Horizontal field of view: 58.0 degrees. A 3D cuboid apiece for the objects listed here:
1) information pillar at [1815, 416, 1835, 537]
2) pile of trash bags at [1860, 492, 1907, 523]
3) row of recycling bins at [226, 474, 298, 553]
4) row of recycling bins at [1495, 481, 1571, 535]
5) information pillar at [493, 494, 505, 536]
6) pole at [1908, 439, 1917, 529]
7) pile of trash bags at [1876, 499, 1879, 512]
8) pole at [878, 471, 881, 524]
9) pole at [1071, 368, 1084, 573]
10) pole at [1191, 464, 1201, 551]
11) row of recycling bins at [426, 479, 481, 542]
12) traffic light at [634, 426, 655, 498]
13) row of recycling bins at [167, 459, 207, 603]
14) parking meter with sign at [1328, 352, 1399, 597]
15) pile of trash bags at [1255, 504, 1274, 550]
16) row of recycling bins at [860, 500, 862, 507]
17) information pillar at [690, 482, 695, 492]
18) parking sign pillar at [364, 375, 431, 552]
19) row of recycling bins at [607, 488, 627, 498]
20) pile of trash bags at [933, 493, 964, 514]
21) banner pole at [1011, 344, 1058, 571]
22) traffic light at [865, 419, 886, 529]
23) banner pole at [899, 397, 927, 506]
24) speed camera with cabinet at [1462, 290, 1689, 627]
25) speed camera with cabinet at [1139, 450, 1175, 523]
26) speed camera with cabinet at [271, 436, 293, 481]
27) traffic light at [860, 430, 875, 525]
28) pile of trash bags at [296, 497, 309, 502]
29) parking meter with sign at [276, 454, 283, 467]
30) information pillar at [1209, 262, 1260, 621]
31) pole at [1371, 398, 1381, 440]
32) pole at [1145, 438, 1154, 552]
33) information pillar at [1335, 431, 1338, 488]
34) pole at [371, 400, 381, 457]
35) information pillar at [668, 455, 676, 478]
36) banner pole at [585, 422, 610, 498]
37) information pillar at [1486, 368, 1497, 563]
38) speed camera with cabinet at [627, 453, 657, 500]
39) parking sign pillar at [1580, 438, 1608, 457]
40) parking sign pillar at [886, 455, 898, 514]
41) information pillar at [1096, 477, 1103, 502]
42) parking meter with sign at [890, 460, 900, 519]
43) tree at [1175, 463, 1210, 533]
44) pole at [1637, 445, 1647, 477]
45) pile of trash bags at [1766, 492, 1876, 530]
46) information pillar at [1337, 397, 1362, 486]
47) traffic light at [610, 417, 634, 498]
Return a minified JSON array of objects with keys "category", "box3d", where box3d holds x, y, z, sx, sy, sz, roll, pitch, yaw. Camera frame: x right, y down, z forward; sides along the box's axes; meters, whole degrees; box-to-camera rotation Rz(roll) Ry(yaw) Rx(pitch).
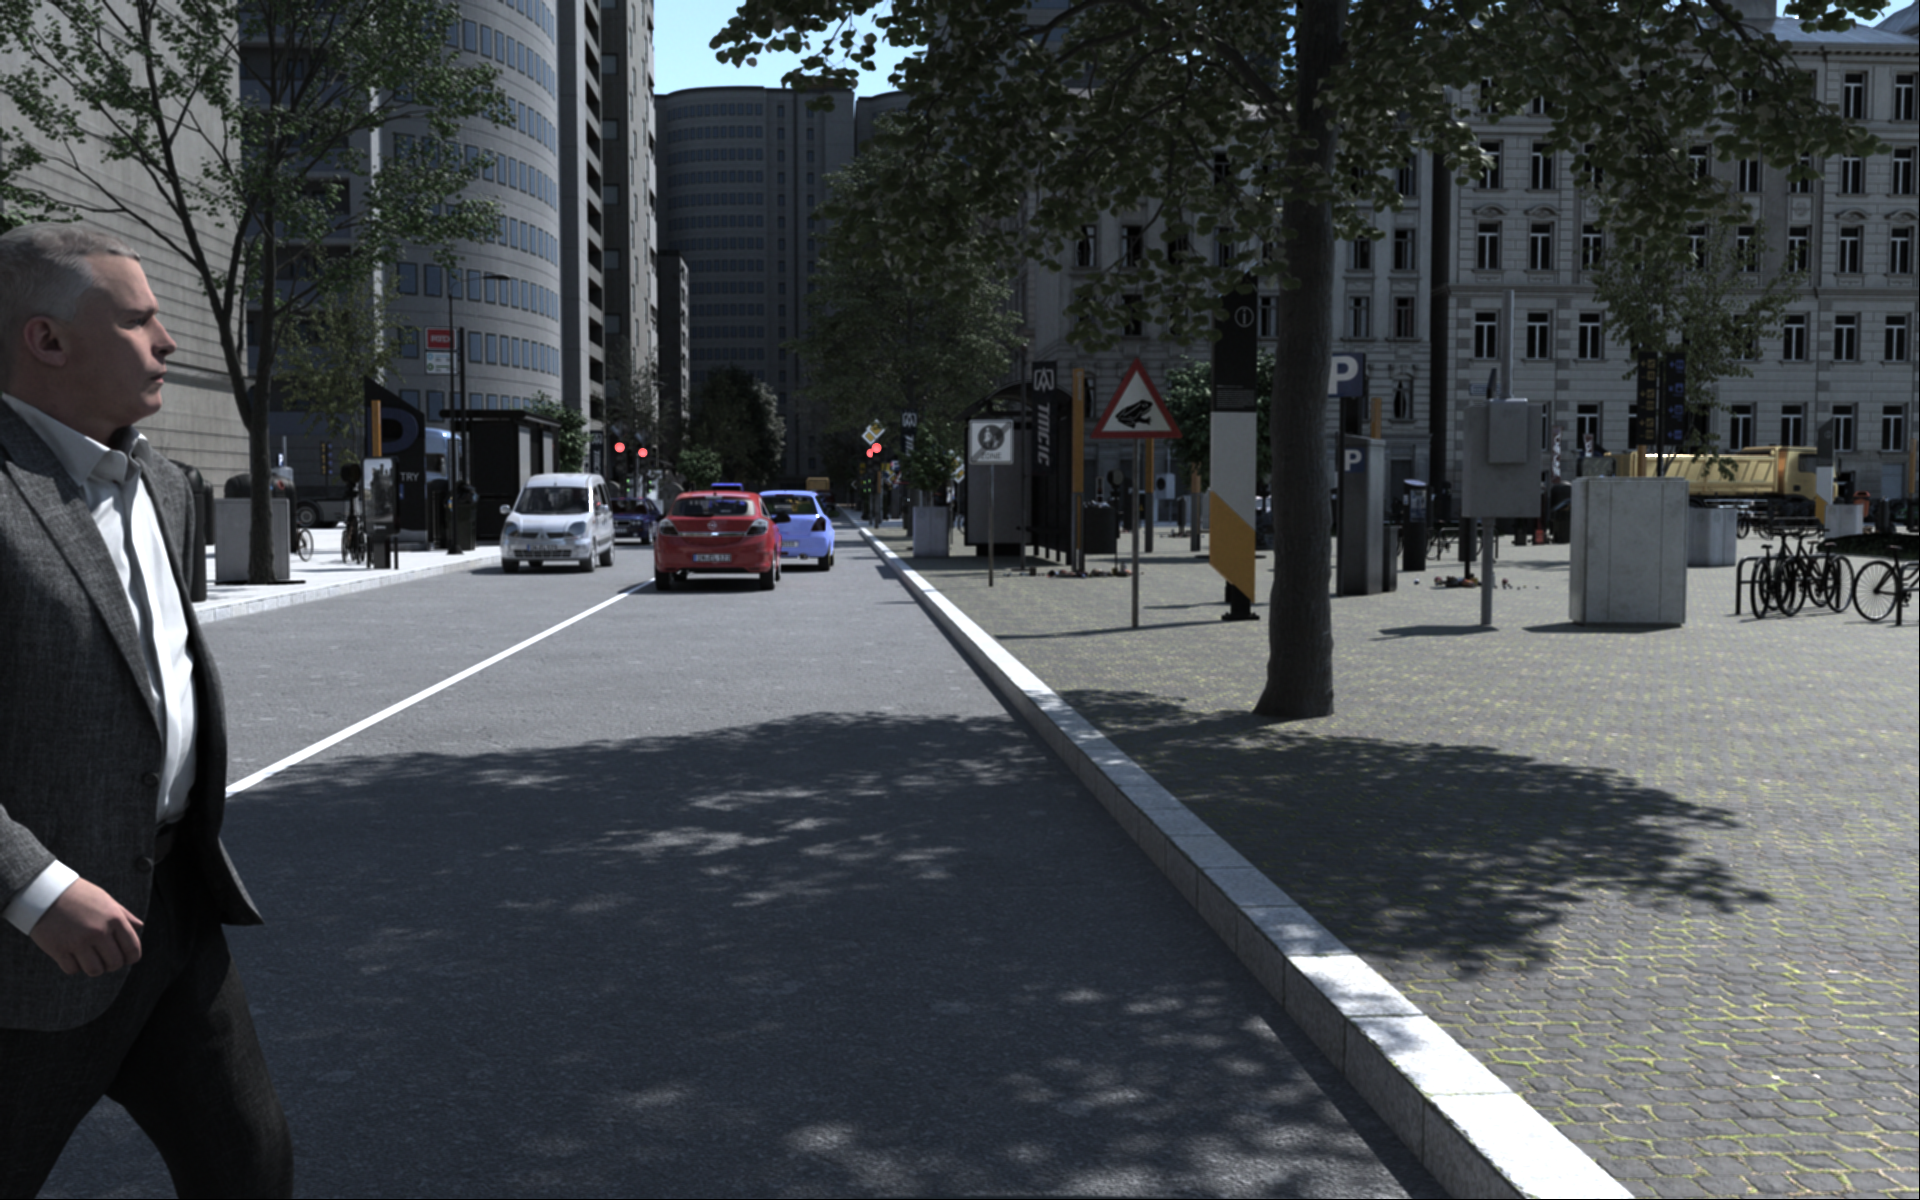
[{"category":"information pillar","box3d":[26.069,-3.720,52.174,0.183,3.616,0.504,-3,5,-41]},{"category":"pile of trash bags","box3d":[42.855,-4.185,78.170,3.447,1.369,1.912,-1,4,-19]},{"category":"row of recycling bins","box3d":[-14.829,-1.809,36.693,1.069,1.692,3.534,-1,4,-10]},{"category":"row of recycling bins","box3d":[18.717,-2.930,55.018,3.534,1.692,1.069,0,4,4]},{"category":"information pillar","box3d":[-13.658,-2.865,51.337,0.304,2.012,0.304,0,4,-4]},{"category":"pole","box3d":[35.118,-4.284,63.891,0.158,3.312,0.155,0,3,0]},{"category":"pile of trash bags","box3d":[39.811,-4.180,78.097,1.912,1.369,3.447,0,4,1]},{"category":"pole","box3d":[-3.476,-4.926,74.387,0.158,3.312,0.155,0,3,0]},{"category":"pole","box3d":[1.920,-2.103,28.224,0.158,3.312,0.155,0,3,0]},{"category":"pole","box3d":[5.277,-2.744,38.707,0.158,3.312,0.155,0,3,0]},{"category":"row of recycling bins","box3d":[-13.916,-2.482,47.693,1.069,1.692,3.534,0,4,-3]},{"category":"traffic light","box3d":[-13.012,-5.043,71.378,0.839,4.253,0.868,0,4,-4]},{"category":"row of recycling bins","box3d":[-9.516,-0.742,19.243,1.069,1.692,3.534,0,4,2]},{"category":"parking meter with sign","box3d":[5.165,-1.586,22.186,0.543,3.016,1.738,2,4,31]},{"category":"pile of trash bags","box3d":[6.948,-1.916,41.081,1.912,1.369,3.447,-1,4,-14]},{"category":"row of recycling bins","box3d":[-6.860,-7.946,137.027,1.069,1.692,3.534,2,4,27]},{"category":"information pillar","box3d":[-16.052,-6.066,103.674,0.304,2.012,0.304,-2,4,-34]},{"category":"parking sign pillar","box3d":[-12.738,-3.095,39.081,1.447,3.967,1.447,-1,4,-14]},{"category":"row of recycling bins","box3d":[-16.056,-4.502,80.725,1.069,1.692,3.534,0,4,-8]},{"category":"pile of trash bags","box3d":[-0.366,-6.135,110.062,3.447,1.369,1.912,3,5,40]},{"category":"banner pole","box3d":[1.255,-2.372,28.807,0.863,3.779,0.401,2,4,30]},{"category":"traffic light","box3d":[-3.114,-4.601,64.148,0.839,4.253,0.868,0,4,-4]},{"category":"banner pole","box3d":[-1.143,-3.339,44.613,0.863,3.779,0.401,-1,4,-17]},{"category":"speed camera with cabinet","box3d":[6.019,-1.386,16.989,2.038,3.252,0.660,0,4,7]},{"category":"speed camera with cabinet","box3d":[8.694,-5.081,77.403,0.660,3.252,2.038,-3,4,-38]},{"category":"speed camera with cabinet","box3d":[-23.790,-3.988,59.542,2.038,3.252,0.660,2,4,34]},{"category":"traffic light","box3d":[-3.729,-5.088,72.109,0.839,4.253,0.868,0,4,-4]},{"category":"pile of trash bags","box3d":[-27.730,-3.758,71.201,1.912,1.369,3.447,-1,4,-23]},{"category":"parking meter with sign","box3d":[-30.103,-4.794,74.647,1.738,3.016,0.543,0,4,0]},{"category":"information pillar","box3d":[2.783,-1.602,17.545,0.504,3.616,0.183,-1,4,-15]},{"category":"pole","box3d":[8.818,-2.626,36.776,0.158,3.312,0.155,0,3,0]},{"category":"pole","box3d":[4.162,-2.704,38.046,0.158,3.312,0.155,0,3,0]},{"category":"information pillar","box3d":[14.008,-4.459,64.257,0.183,3.616,0.504,0,4,-2]},{"category":"pole","box3d":[-12.683,-2.682,37.699,0.158,3.312,0.155,0,3,0]},{"category":"information pillar","box3d":[-17.344,-6.912,104.365,0.183,3.616,0.504,3,5,45]},{"category":"banner pole","box3d":[-12.367,-4.268,59.807,0.863,3.779,0.401,-1,4,-18]},{"category":"information pillar","box3d":[9.789,-2.484,31.972,0.183,3.616,0.504,2,4,28]},{"category":"speed camera with cabinet","box3d":[-15.455,-5.485,84.011,0.660,3.252,2.038,1,4,18]},{"category":"parking sign pillar","box3d":[28.261,-5.429,77.230,1.447,3.967,1.447,-3,4,-36]},{"category":"parking sign pillar","box3d":[-4.729,-7.642,113.412,1.447,3.967,1.447,-3,4,-36]},{"category":"information pillar","box3d":[6.115,-4.362,75.809,0.304,2.012,0.304,0,4,2]},{"category":"parking meter with sign","box3d":[-3.295,-5.627,88.264,0.543,3.016,1.738,0,4,-1]},{"category":"tree","box3d":[7.903,-3.859,57.701,1.663,3.219,1.824,0,3,0]},{"category":"pole","box3d":[16.385,-2.923,41.642,0.158,3.312,0.155,0,3,0]},{"category":"pile of trash bags","box3d":[31.007,-3.234,62.629,3.447,1.369,1.912,2,4,24]},{"category":"information pillar","box3d":[6.972,-2.410,30.757,0.183,3.616,0.504,-1,4,-20]},{"category":"traffic light","box3d":[-12.396,-4.556,63.417,0.839,4.253,0.868,0,4,-4]}]
